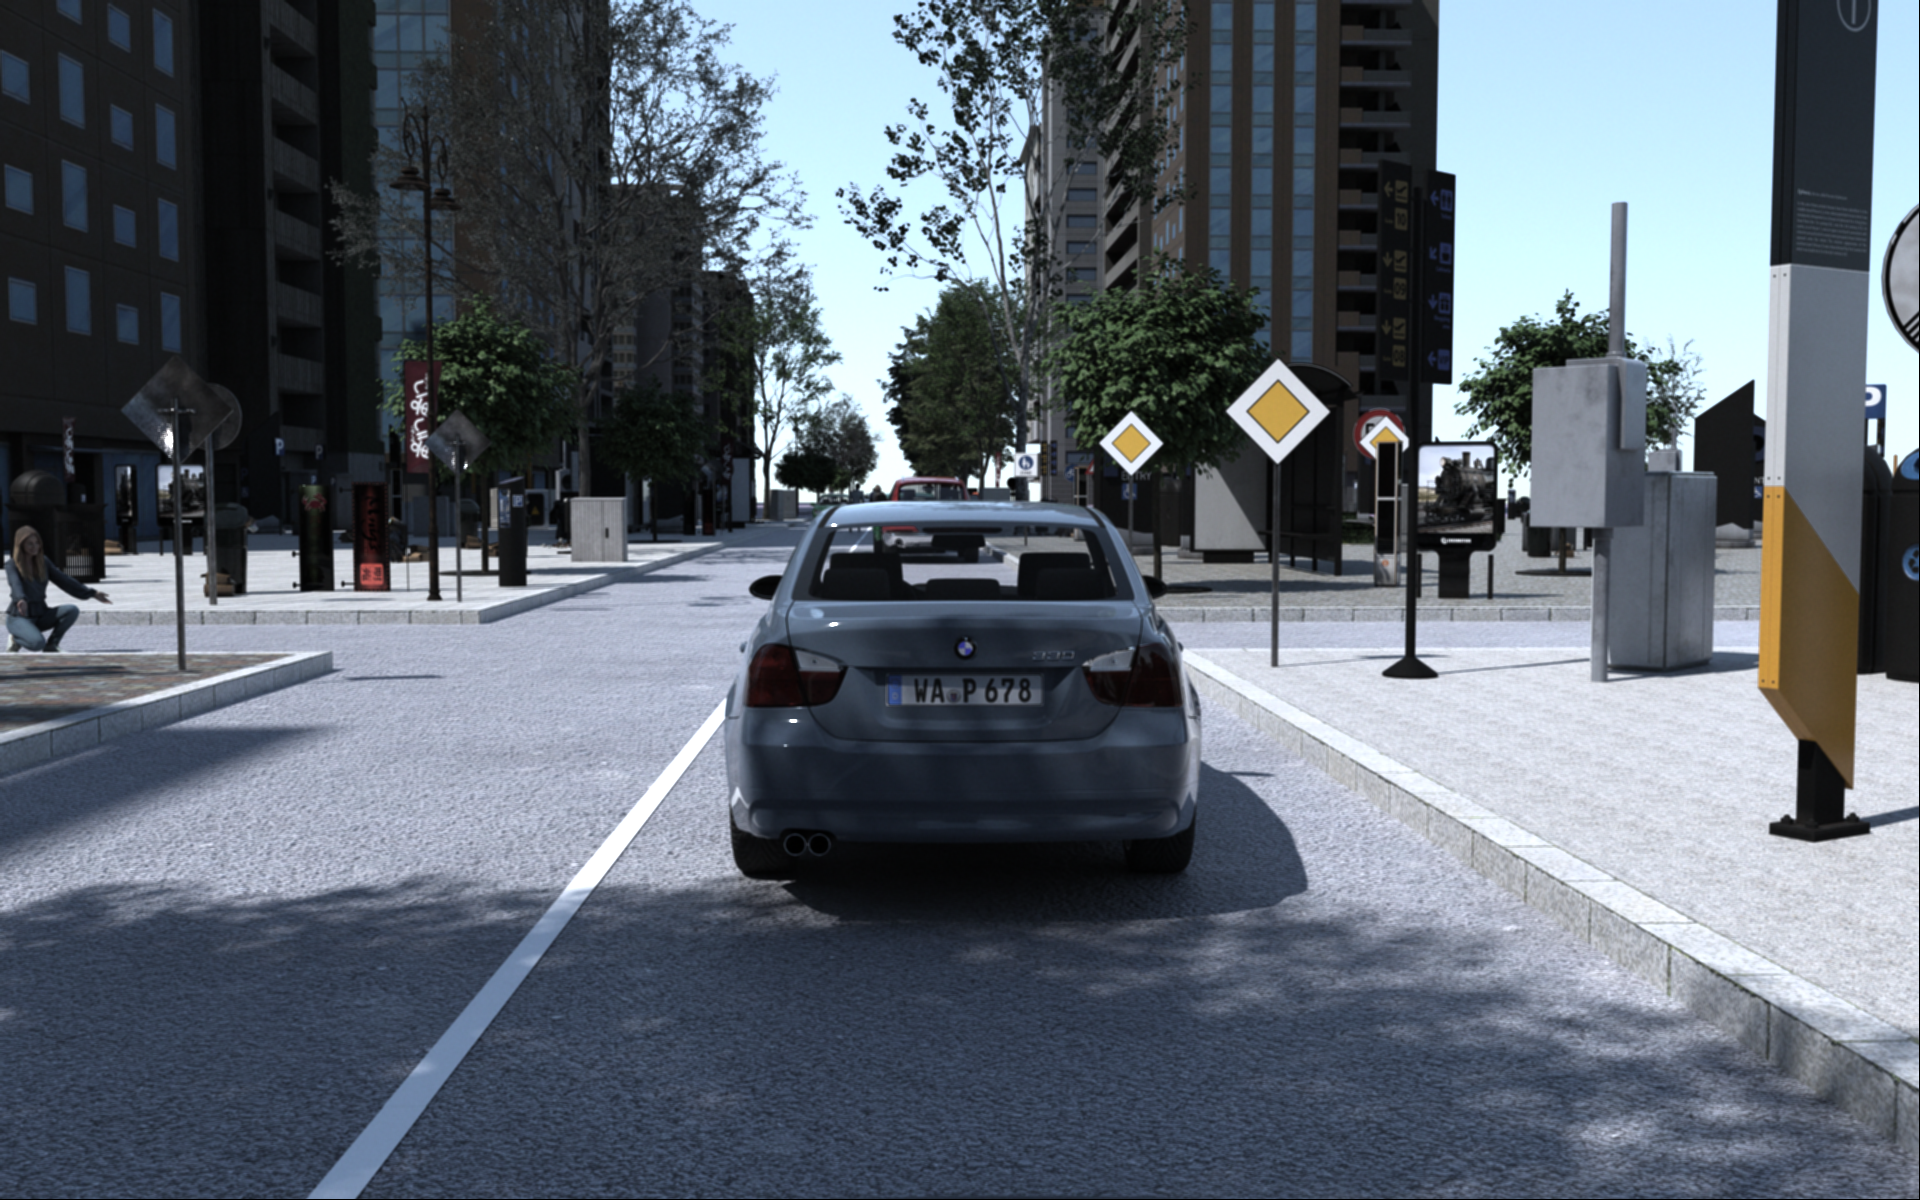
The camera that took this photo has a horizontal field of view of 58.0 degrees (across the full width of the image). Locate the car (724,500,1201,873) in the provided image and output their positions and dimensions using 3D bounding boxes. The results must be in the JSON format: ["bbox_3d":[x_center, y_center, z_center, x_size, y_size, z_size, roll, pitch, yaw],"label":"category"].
[{"bbox_3d":[-0.002,0.254,7.843,2.014,1.417,4.499,0,4,0],"label":"car"}]

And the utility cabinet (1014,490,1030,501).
[{"bbox_3d":[3.349,-5.210,93.861,0.318,1.500,1.173,2,4,31],"label":"utility cabinet"}]

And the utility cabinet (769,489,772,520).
[{"bbox_3d":[-10.149,-5.213,93.918,0.318,1.500,1.173,0,4,5],"label":"utility cabinet"}]

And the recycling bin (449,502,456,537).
[{"bbox_3d":[-15.353,-2.456,52.707,0.722,1.027,0.722,2,4,30],"label":"recycling bin"}]

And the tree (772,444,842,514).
[{"bbox_3d":[-10.674,-7.976,114.126,4.285,4.588,4.351,0,3,0],"label":"tree"}]

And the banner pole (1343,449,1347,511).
[{"bbox_3d":[21.162,-6.453,95.527,0.401,3.779,0.863,3,5,43],"label":"banner pole"}]

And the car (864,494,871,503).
[{"bbox_3d":[-9.788,-10.920,190.538,2.014,1.417,4.499,0,4,-2],"label":"car"}]

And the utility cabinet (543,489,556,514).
[{"bbox_3d":[-19.097,-4.370,80.127,0.318,1.500,1.173,-3,4,-39],"label":"utility cabinet"}]

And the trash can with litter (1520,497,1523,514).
[{"bbox_3d":[25.213,-3.984,76.523,0.624,1.170,1.055,-1,4,-18],"label":"trash can with litter"}]

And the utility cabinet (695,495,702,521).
[{"bbox_3d":[-13.150,-4.696,87.935,0.306,1.237,1.020,1,4,17],"label":"utility cabinet"}]

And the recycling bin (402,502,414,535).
[{"bbox_3d":[-17.649,-2.609,55.214,0.722,1.027,0.722,0,4,3],"label":"recycling bin"}]

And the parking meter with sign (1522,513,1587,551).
[{"bbox_3d":[13.463,-2.610,38.938,1.738,3.016,0.543,-2,4,-25],"label":"parking meter with sign"}]

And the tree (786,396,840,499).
[{"bbox_3d":[-10.721,-10.885,128.330,4.360,8.622,3.978,0,3,0],"label":"tree"}]

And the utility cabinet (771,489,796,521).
[{"bbox_3d":[-8.818,-4.817,87.439,1.173,1.500,0.318,-3,5,-42],"label":"utility cabinet"}]

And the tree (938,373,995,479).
[{"bbox_3d":[0.233,-9.091,98.994,4.737,8.622,4.395,0,3,0],"label":"tree"}]

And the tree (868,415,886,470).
[{"bbox_3d":[-13.869,-17.927,203.473,12.009,13.543,11.850,0,3,0],"label":"tree"}]

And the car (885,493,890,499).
[{"bbox_3d":[-1.294,-2.125,43.545,1.959,1.807,4.718,0,4,-3],"label":"car"}]

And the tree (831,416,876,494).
[{"bbox_3d":[-15.502,-20.316,250.287,7.486,12.596,7.792,0,3,0],"label":"tree"}]

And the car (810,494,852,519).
[{"bbox_3d":[-5.442,-3.886,75.337,2.131,1.459,4.920,0,4,-3],"label":"car"}]

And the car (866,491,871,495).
[{"bbox_3d":[-11.340,-12.883,219.438,1.959,1.807,4.718,0,4,-3],"label":"car"}]

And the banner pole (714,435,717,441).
[{"bbox_3d":[-10.206,-5.128,73.859,0.863,3.779,0.401,1,4,17],"label":"banner pole"}]

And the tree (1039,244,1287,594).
[{"bbox_3d":[2.697,-2.398,22.925,4.285,4.588,4.351,0,3,0],"label":"tree"}]

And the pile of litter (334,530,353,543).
[{"bbox_3d":[-16.061,-1.975,46.249,1.176,0.858,1.719,2,4,30],"label":"pile of litter"}]

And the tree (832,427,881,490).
[{"bbox_3d":[-14.666,-18.417,235.527,8.767,10.594,7.601,1,4,9],"label":"tree"}]

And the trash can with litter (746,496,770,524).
[{"bbox_3d":[-9.132,-3.952,75.677,1.678,1.210,2.233,0,4,-4],"label":"trash can with litter"}]

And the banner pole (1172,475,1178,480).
[{"bbox_3d":[10.424,-5.721,83.557,0.401,3.779,0.863,-3,5,-41],"label":"banner pole"}]

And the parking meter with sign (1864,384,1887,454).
[{"bbox_3d":[14.000,-1.876,26.930,0.543,3.016,1.738,2,4,31],"label":"parking meter with sign"}]

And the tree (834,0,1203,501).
[{"bbox_3d":[2.111,-12.357,57.924,12.611,20.169,13.585,0,3,0],"label":"tree"}]

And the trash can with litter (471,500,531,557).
[{"bbox_3d":[-9.267,-1.459,35.242,1.055,1.170,0.624,1,4,22],"label":"trash can with litter"}]

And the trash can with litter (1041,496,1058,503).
[{"bbox_3d":[2.372,-2.620,53.893,2.233,1.210,1.678,0,4,-3],"label":"trash can with litter"}]

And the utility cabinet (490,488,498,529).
[{"bbox_3d":[-16.722,-3.334,63.197,0.318,1.500,1.173,-3,5,-44],"label":"utility cabinet"}]

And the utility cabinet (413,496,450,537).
[{"bbox_3d":[-15.839,-2.492,51.904,1.020,1.237,0.306,0,4,6],"label":"utility cabinet"}]

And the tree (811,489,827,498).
[{"bbox_3d":[-11.411,-8.993,141.633,1.663,3.219,1.824,0,3,0],"label":"tree"}]

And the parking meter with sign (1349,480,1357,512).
[{"bbox_3d":[20.340,-5.633,88.353,0.543,3.016,1.738,2,4,33],"label":"parking meter with sign"}]

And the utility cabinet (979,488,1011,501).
[{"bbox_3d":[1.214,-3.200,60.993,1.173,1.500,0.318,-2,4,-32],"label":"utility cabinet"}]

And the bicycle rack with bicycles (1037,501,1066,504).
[{"bbox_3d":[3.493,-4.394,85.216,2.925,0.926,2.852,-1,4,-17],"label":"bicycle rack with bicycles"}]

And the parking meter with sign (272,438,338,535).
[{"bbox_3d":[-20.357,-3.516,53.745,1.738,3.016,0.543,1,4,10],"label":"parking meter with sign"}]

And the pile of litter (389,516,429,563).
[{"bbox_3d":[-10.524,-1.172,33.129,1.176,0.858,1.719,1,4,14],"label":"pile of litter"}]

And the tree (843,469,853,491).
[{"bbox_3d":[-10.100,-8.435,121.618,4.285,4.588,4.351,0,3,0],"label":"tree"}]

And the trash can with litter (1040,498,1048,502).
[{"bbox_3d":[2.498,-2.851,57.993,1.055,1.170,0.624,0,4,3],"label":"trash can with litter"}]

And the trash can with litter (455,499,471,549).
[{"bbox_3d":[-11.441,-1.789,40.630,0.624,1.170,1.055,-2,4,-32],"label":"trash can with litter"}]

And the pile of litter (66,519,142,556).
[{"bbox_3d":[-18.034,-1.360,36.197,1.719,0.858,1.176,-1,4,-17],"label":"pile of litter"}]

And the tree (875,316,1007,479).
[{"bbox_3d":[-0.876,-12.699,114.287,9.857,13.997,8.962,0,3,0],"label":"tree"}]

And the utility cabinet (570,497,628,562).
[{"bbox_3d":[-6.831,-1.322,32.777,1.020,1.237,0.306,0,4,6],"label":"utility cabinet"}]

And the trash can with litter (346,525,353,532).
[{"bbox_3d":[-18.912,-2.665,54.954,1.055,1.170,0.624,-3,4,-39],"label":"trash can with litter"}]

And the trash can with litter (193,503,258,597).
[{"bbox_3d":[-9.279,-0.647,21.972,0.624,1.170,1.055,-1,4,-17],"label":"trash can with litter"}]

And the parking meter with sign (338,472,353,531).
[{"bbox_3d":[-21.821,-3.971,61.187,0.543,3.016,1.738,3,4,38],"label":"parking meter with sign"}]

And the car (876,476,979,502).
[{"bbox_3d":[-0.684,-1.778,37.742,2.281,1.827,5.304,0,4,-3],"label":"car"}]

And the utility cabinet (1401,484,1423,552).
[{"bbox_3d":[9.756,-1.804,38.180,1.173,1.500,0.318,-1,4,-16],"label":"utility cabinet"}]

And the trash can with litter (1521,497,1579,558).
[{"bbox_3d":[12.036,-1.457,35.207,1.055,1.170,0.624,1,4,15],"label":"trash can with litter"}]

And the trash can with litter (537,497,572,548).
[{"bbox_3d":[-9.672,-1.900,42.125,1.678,1.210,2.233,0,4,0],"label":"trash can with litter"}]
